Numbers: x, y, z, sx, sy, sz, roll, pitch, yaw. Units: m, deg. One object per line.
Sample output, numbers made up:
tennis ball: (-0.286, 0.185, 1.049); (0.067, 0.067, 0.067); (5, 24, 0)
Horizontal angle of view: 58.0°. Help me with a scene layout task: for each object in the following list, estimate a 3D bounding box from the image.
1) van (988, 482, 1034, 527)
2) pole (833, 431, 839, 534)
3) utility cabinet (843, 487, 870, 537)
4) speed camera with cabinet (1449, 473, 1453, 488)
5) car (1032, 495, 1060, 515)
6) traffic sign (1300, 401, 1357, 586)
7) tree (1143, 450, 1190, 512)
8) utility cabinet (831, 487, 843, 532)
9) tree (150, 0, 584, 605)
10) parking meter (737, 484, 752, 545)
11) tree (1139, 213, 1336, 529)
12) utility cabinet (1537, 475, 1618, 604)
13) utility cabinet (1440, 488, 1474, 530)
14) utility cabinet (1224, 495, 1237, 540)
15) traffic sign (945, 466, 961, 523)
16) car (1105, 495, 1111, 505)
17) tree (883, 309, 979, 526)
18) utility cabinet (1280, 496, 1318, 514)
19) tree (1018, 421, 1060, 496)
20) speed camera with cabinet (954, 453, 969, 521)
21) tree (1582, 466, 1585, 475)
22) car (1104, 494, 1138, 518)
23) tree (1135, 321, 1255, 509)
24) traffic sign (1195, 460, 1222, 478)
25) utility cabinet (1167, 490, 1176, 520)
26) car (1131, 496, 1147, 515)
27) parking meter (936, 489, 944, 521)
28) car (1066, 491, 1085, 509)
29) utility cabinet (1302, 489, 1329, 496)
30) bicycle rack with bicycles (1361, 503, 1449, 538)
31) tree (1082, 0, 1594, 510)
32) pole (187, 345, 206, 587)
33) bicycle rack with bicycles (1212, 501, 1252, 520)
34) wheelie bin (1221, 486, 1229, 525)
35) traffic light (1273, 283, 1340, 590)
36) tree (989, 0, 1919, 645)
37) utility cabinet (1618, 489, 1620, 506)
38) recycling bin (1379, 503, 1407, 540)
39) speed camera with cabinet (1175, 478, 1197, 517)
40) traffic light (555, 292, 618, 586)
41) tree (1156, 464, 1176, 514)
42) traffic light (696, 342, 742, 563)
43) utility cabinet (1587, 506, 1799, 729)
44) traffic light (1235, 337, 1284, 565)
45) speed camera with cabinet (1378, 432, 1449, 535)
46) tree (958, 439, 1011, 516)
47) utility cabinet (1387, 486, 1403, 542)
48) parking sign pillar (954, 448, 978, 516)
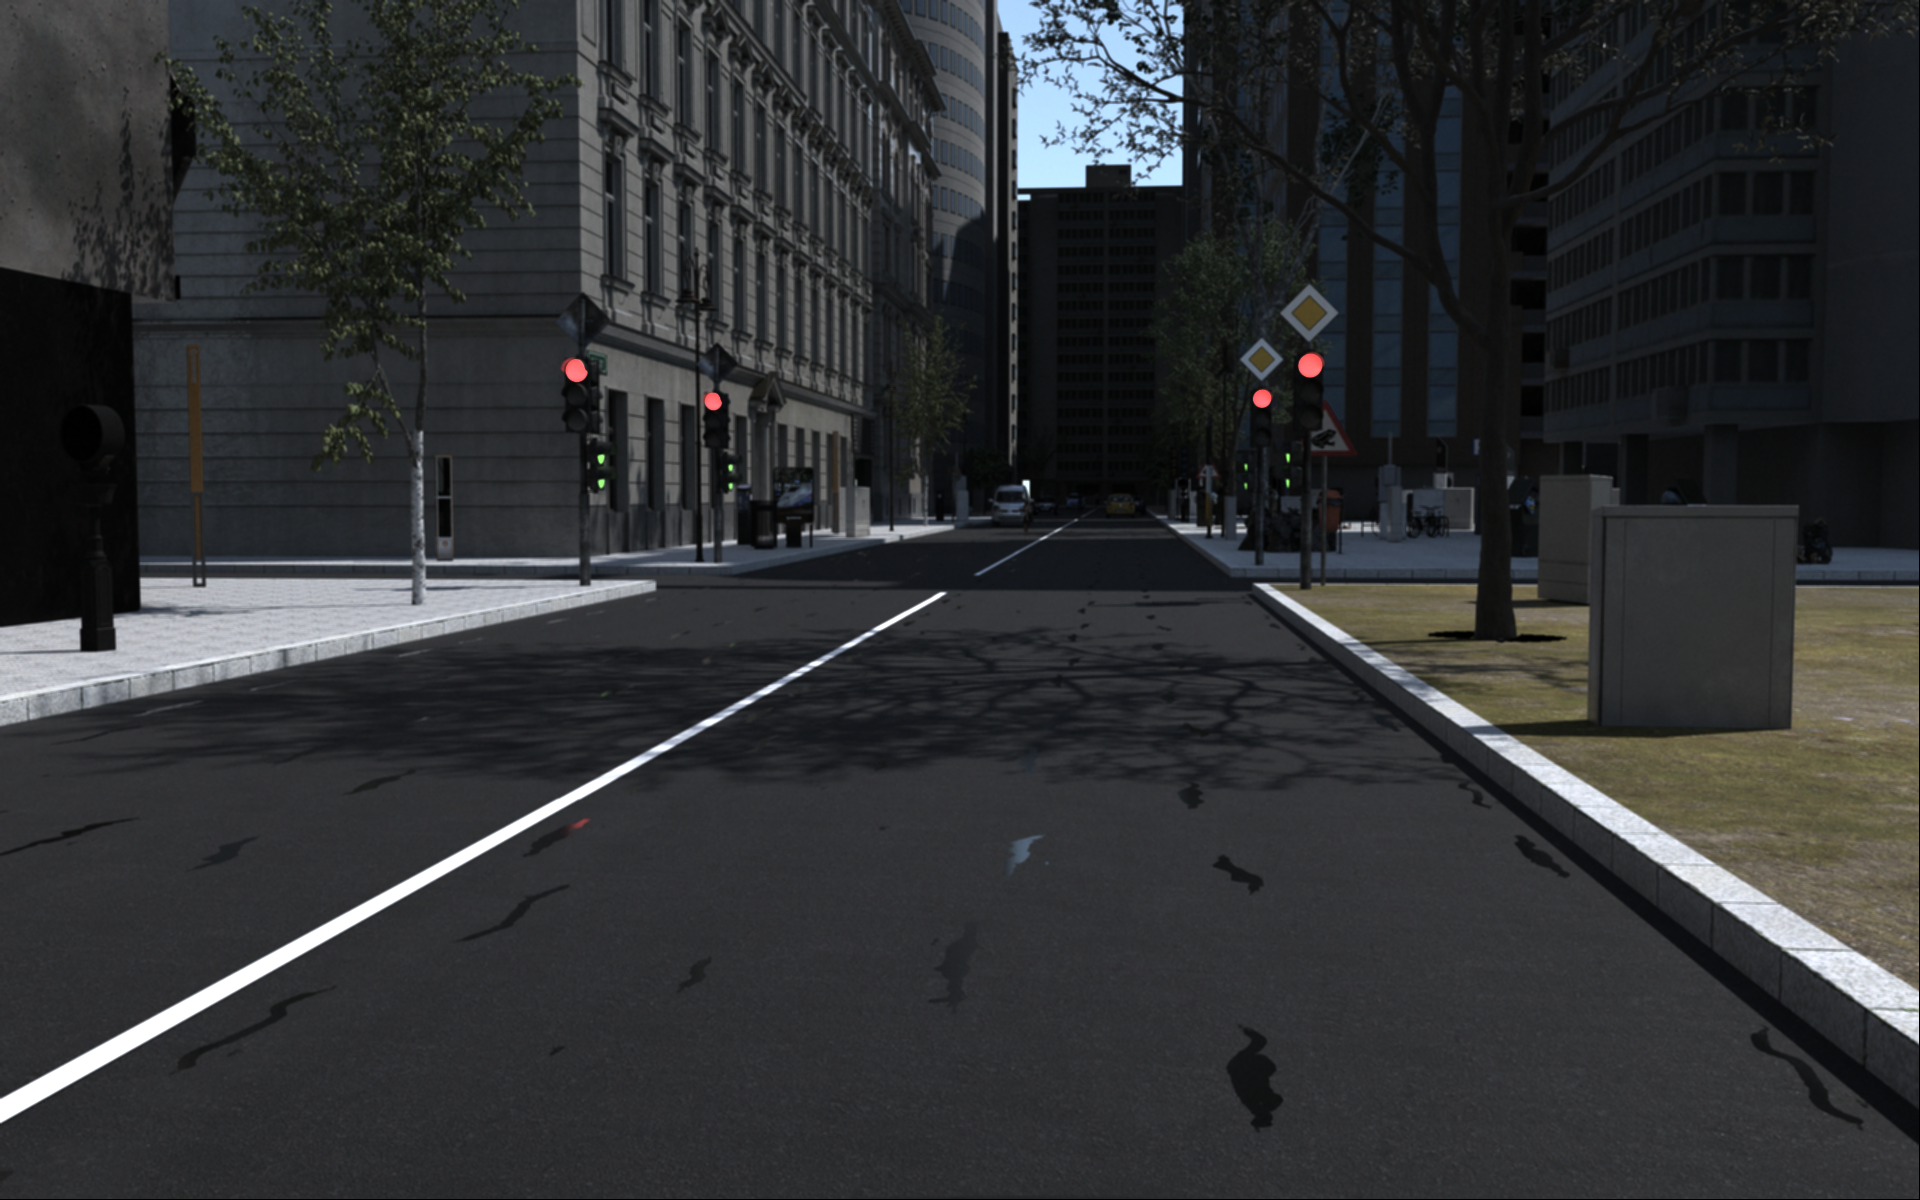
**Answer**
van: (2.290, -4.289, 77.137); (2.013, 2.044, 4.112); (0, 4, 4)
pole: (-4.019, -3.805, 56.054); (0.158, 3.312, 0.155); (0, 3, 0)
utility cabinet: (-3.008, -2.605, 51.275); (0.318, 1.500, 1.173); (1, 4, 19)
speed camera with cabinet: (19.050, -4.671, 70.714); (2.038, 3.252, 0.660); (0, 4, -2)
car: (5.919, -6.518, 119.145); (1.945, 1.354, 3.894); (0, 4, 5)
traffic sign: (5.080, -1.478, 24.169); (0.884, 2.594, 0.081); (0, 4, 8)
tree: (14.973, -8.694, 125.867); (4.285, 4.588, 4.351); (0, 3, 0)
utility cabinet: (-3.735, -3.001, 57.744); (1.173, 1.500, 0.318); (-3, 5, -40)
tree: (-6.524, -4.251, 19.866); (4.737, 8.622, 4.395); (0, 3, 0)
parking meter: (-5.461, -2.169, 43.880); (0.372, 1.533, 0.369); (0, 3, 0)
tree: (10.200, -8.464, 64.134); (9.928, 11.665, 9.643); (0, 3, 0)
utility cabinet: (7.252, -0.718, 20.420); (0.318, 1.500, 1.173); (-1, 4, -9)
utility cabinet: (17.620, -3.230, 61.487); (1.173, 1.500, 0.318); (3, 4, 39)
utility cabinet: (7.558, -2.277, 48.384); (0.306, 1.237, 1.020); (0, 4, 5)
traffic sign: (-0.317, -4.769, 78.071); (0.768, 2.556, 0.104); (1, 4, 14)
car: (12.882, -7.976, 142.416); (2.014, 1.417, 4.499); (0, 4, 7)
tree: (-1.347, -7.296, 69.652); (4.737, 8.622, 4.395); (0, 3, 0)
utility cabinet: (9.237, -2.201, 47.140); (1.020, 1.237, 0.306); (1, 4, 12)
tree: (8.043, -13.727, 174.804); (4.360, 8.622, 3.978); (0, 3, 0)
speed camera with cabinet: (0.069, -5.390, 82.466); (0.660, 3.252, 2.038); (0, 4, -4)
tree: (36.241, -6.602, 102.549); (1.663, 3.219, 1.824); (0, 3, 0)
car: (9.592, -5.695, 103.340); (2.015, 1.641, 3.980); (0, 4, 6)
tree: (10.533, -7.555, 73.884); (4.737, 8.622, 4.395); (0, 3, 0)
traffic sign: (8.380, -3.573, 58.421); (0.884, 2.594, 0.081); (1, 4, 13)
utility cabinet: (10.452, -4.699, 85.501); (0.318, 1.500, 1.173); (0, 4, 0)
car: (11.711, -6.407, 117.341); (1.945, 1.354, 3.894); (0, 4, 4)
parking meter: (-0.949, -4.503, 82.031); (0.372, 1.533, 0.369); (0, 3, 0)
car: (11.363, -9.817, 170.099); (1.945, 1.707, 3.694); (0, 4, 7)
utility cabinet: (16.392, -4.361, 79.976); (1.173, 1.500, 0.318); (2, 4, 30)
bicycle rack with bicycles: (13.513, -2.348, 51.772); (2.925, 0.926, 2.852); (-2, 4, -35)
tree: (8.419, -11.291, 40.491); (12.611, 20.169, 13.585); (0, 3, 0)
pole: (-10.522, -1.836, 23.858); (0.158, 3.312, 0.155); (0, 3, 0)
bicycle rack with bicycles: (13.832, -4.426, 85.743); (2.852, 0.926, 2.925); (-1, 4, -11)
wheelie bin: (10.814, -3.846, 70.793); (0.980, 1.594, 0.693); (-3, 4, -38)
traffic light: (4.638, -2.098, 23.222); (0.839, 4.253, 0.868); (0, 4, 5)
tree: (4.586, -6.395, 14.929); (12.009, 13.543, 11.850); (0, 3, 0)
utility cabinet: (25.964, -3.690, 69.008); (0.318, 1.500, 1.173); (-2, 4, -33)
recycling bin: (12.220, -2.225, 48.932); (0.722, 1.027, 0.722); (1, 4, 10)
speed camera with cabinet: (13.252, -6.393, 98.857); (0.660, 3.252, 2.038); (-3, 5, -42)
traffic light: (-5.231, -2.154, 24.134); (0.839, 4.253, 0.868); (0, 4, 5)
tree: (13.337, -7.024, 109.444); (1.663, 3.219, 1.824); (0, 3, 0)
traffic light: (-4.481, -2.640, 32.084); (0.839, 4.253, 0.868); (0, 4, 5)
utility cabinet: (4.052, 0.094, 9.618); (1.020, 1.237, 0.306); (0, 4, 8)
traffic light: (5.388, -2.584, 31.172); (0.839, 4.253, 0.868); (0, 4, 5)
speed camera with cabinet: (14.328, -3.704, 54.896); (2.038, 3.252, 0.660); (1, 4, 16)
tree: (1.414, -7.357, 104.002); (4.285, 4.588, 4.351); (0, 3, 0)
utility cabinet: (11.673, -2.311, 46.469); (0.318, 1.500, 1.173); (1, 4, 9)
parking sign pillar: (0.346, -6.821, 99.989); (1.447, 3.967, 1.447); (1, 4, 19)
